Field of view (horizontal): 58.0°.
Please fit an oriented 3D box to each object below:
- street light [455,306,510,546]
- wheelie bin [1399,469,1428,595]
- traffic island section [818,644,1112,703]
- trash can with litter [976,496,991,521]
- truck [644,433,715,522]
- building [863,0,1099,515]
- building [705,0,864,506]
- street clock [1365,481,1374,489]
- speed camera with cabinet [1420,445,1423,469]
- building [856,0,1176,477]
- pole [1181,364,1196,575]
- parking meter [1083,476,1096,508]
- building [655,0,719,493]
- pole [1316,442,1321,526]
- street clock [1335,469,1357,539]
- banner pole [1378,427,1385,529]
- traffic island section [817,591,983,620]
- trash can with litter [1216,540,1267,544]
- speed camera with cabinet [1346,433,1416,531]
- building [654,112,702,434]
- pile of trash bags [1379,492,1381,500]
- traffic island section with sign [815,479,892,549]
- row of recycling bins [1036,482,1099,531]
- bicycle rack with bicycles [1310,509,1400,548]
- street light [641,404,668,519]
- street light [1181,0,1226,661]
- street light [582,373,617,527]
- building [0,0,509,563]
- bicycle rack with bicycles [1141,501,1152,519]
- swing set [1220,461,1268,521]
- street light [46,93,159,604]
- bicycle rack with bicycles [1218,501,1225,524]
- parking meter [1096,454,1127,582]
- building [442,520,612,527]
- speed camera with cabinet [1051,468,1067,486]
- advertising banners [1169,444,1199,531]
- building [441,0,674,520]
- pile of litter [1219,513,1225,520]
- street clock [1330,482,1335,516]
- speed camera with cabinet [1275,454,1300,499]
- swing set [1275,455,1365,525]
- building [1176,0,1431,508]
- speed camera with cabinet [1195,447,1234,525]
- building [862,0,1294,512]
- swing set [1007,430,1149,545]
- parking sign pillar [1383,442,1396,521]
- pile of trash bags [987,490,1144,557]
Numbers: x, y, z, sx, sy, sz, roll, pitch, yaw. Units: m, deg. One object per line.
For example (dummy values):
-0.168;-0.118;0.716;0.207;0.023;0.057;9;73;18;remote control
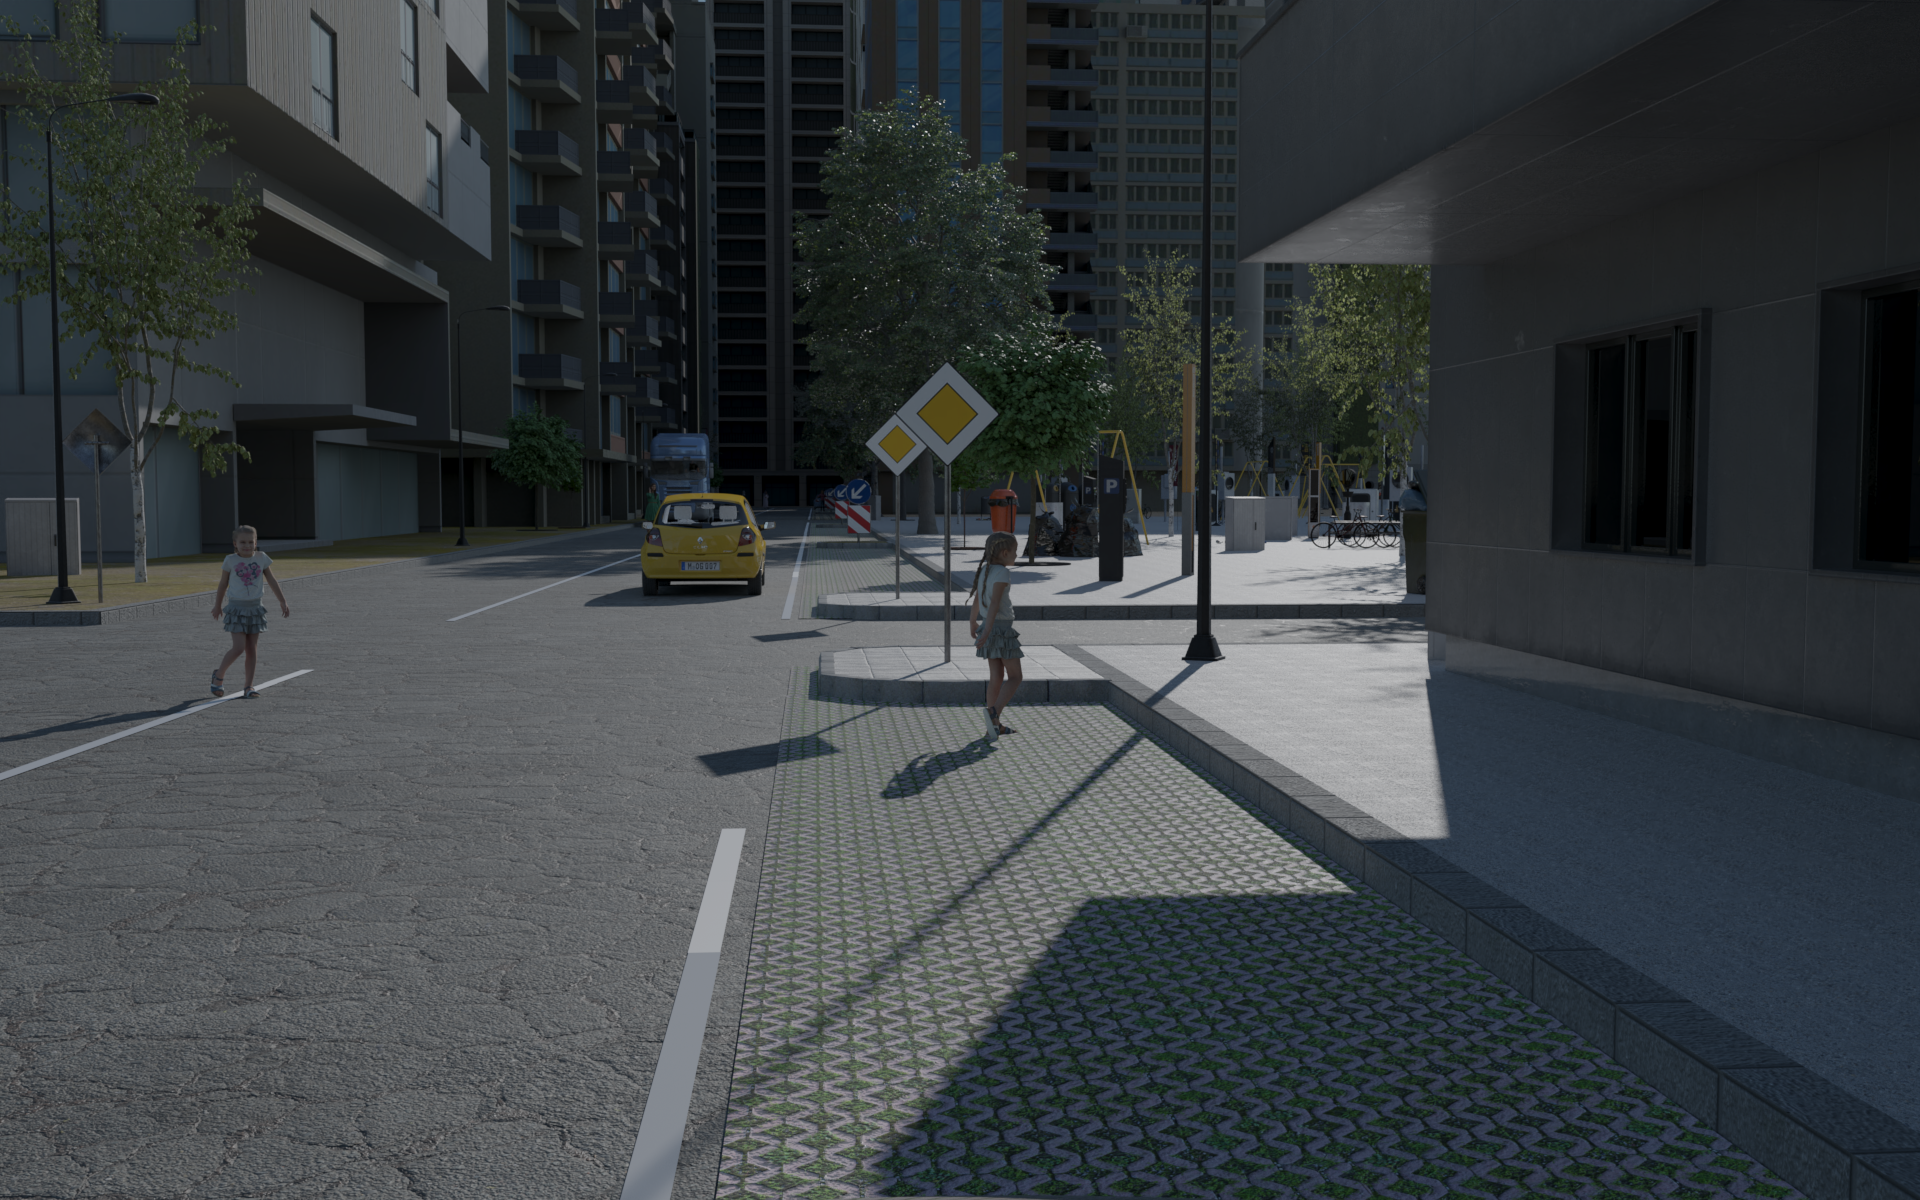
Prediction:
-11.799;-4.298;42.808;1.470;5.913;1.316;0;4;-5;street light
6.073;-0.879;22.281;0.980;1.594;0.693;-1;4;-22;wheelie bin
-0.075;0.553;13.239;2.009;0.180;2.903;0;4;-5;traffic island section
1.661;-4.483;84.354;2.233;1.210;1.678;-2;4;-27;trash can with litter
-12.857;-5.681;82.639;2.967;4.110;18.799;0;4;-5;truck
0.905;-28.353;113.676;14.600;45.320;14.200;0;4;-5;building
-16.680;-45.888;188.527;20.611;71.187;20.563;0;4;-5;building
22.859;-5.634;96.687;0.358;2.002;0.471;-3;4;-37;street clock
18.338;-4.668;70.658;0.660;3.252;2.038;-1;4;-11;speed camera with cabinet
4.253;-34.834;158.778;28.713;52.752;27.495;0;4;-5;building
3.601;-2.045;27.279;0.158;3.312;0.155;0;3;0;pole
4.195;-3.062;55.773;0.399;1.863;0.255;2;4;32;parking meter
-33.484;-32.728;158.803;21.600;48.544;21.300;0;4;-5;building
14.162;-4.564;68.472;0.158;3.312;0.155;0;3;0;pole
11.150;-2.767;49.809;0.471;2.002;0.358;2;4;28;street clock
15.761;-4.556;64.510;0.401;3.779;0.863;1;4;21;banner pole
-0.742;0.066;21.197;2.009;0.180;2.903;0;4;-5;traffic island section
7.187;-2.093;45.277;1.678;1.210;2.233;2;4;30;trash can with litter
13.534;-3.766;55.910;2.038;3.252;0.660;1;4;20;speed camera with cabinet
-27.086;-21.962;130.782;14.160;30.474;14.107;0;4;-5;building
23.564;-4.949;90.663;3.447;1.369;1.912;2;4;24;pile of trash bags
-2.817;-2.287;46.022;1.989;1.847;2.006;0;4;-5;traffic island section with sign
4.006;-3.191;59.291;3.534;1.692;1.069;-2;4;-32;row of recycling bins
9.950;-1.731;41.676;2.925;0.926;2.852;1;4;13;bicycle rack with bicycles
-15.705;-7.122;88.981;1.470;5.913;1.316;0;4;-5;street light
1.352;-2.489;13.232;1.470;5.913;1.316;0;4;-5;street light
-13.848;-5.748;66.524;1.470;5.913;1.316;0;4;-5;street light
-27.288;-27.689;41.949;28.713;52.752;27.495;0;4;-5;building
8.632;-4.656;89.509;2.925;0.926;2.852;-2;4;-26;bicycle rack with bicycles
14.120;-5.169;82.138;2.862;2.851;3.119;0;4;-7;swing set
-9.983;-2.914;20.187;1.470;5.913;1.316;0;4;-5;street light
11.567;-3.801;75.526;2.852;0.926;2.925;-2;4;-30;bicycle rack with bicycles
2.248;-1.209;25.482;0.399;1.863;0.255;1;4;9;parking meter
-25.525;-25.930;78.579;22.147;44.769;28.867;0;4;-5;building
5.695;-5.894;90.699;2.038;3.252;0.660;-3;5;-40;speed camera with cabinet
7.953;-3.941;60.621;0.090;3.025;2.074;-2;4;-31;advertising banners
-29.633;-27.767;108.611;22.147;44.769;28.867;0;4;-5;building
13.663;-4.419;86.217;1.719;0.858;1.176;0;4;6;pile of litter
21.100;-5.695;97.680;0.358;2.002;0.471;-1;4;-20;street clock
16.351;-5.649;86.696;0.660;3.252;2.038;-1;4;-11;speed camera with cabinet
14.667;-4.487;70.983;2.862;2.851;3.119;0;4;-3;swing set
35.160;-38.062;164.318;28.212;58.520;21.231;0;4;-5;building
10.498;-4.723;71.550;2.038;3.252;0.660;-3;5;-43;speed camera with cabinet
8.671;-27.021;133.666;32.217;40.220;23.993;0;4;-5;building
2.687;-2.800;43.402;3.119;2.851;2.862;3;4;36;swing set
20.080;-5.657;80.959;1.447;3.967;1.447;0;4;5;parking sign pillar
2.017;-1.584;35.651;3.447;1.369;1.912;-3;4;-37;pile of trash bags
